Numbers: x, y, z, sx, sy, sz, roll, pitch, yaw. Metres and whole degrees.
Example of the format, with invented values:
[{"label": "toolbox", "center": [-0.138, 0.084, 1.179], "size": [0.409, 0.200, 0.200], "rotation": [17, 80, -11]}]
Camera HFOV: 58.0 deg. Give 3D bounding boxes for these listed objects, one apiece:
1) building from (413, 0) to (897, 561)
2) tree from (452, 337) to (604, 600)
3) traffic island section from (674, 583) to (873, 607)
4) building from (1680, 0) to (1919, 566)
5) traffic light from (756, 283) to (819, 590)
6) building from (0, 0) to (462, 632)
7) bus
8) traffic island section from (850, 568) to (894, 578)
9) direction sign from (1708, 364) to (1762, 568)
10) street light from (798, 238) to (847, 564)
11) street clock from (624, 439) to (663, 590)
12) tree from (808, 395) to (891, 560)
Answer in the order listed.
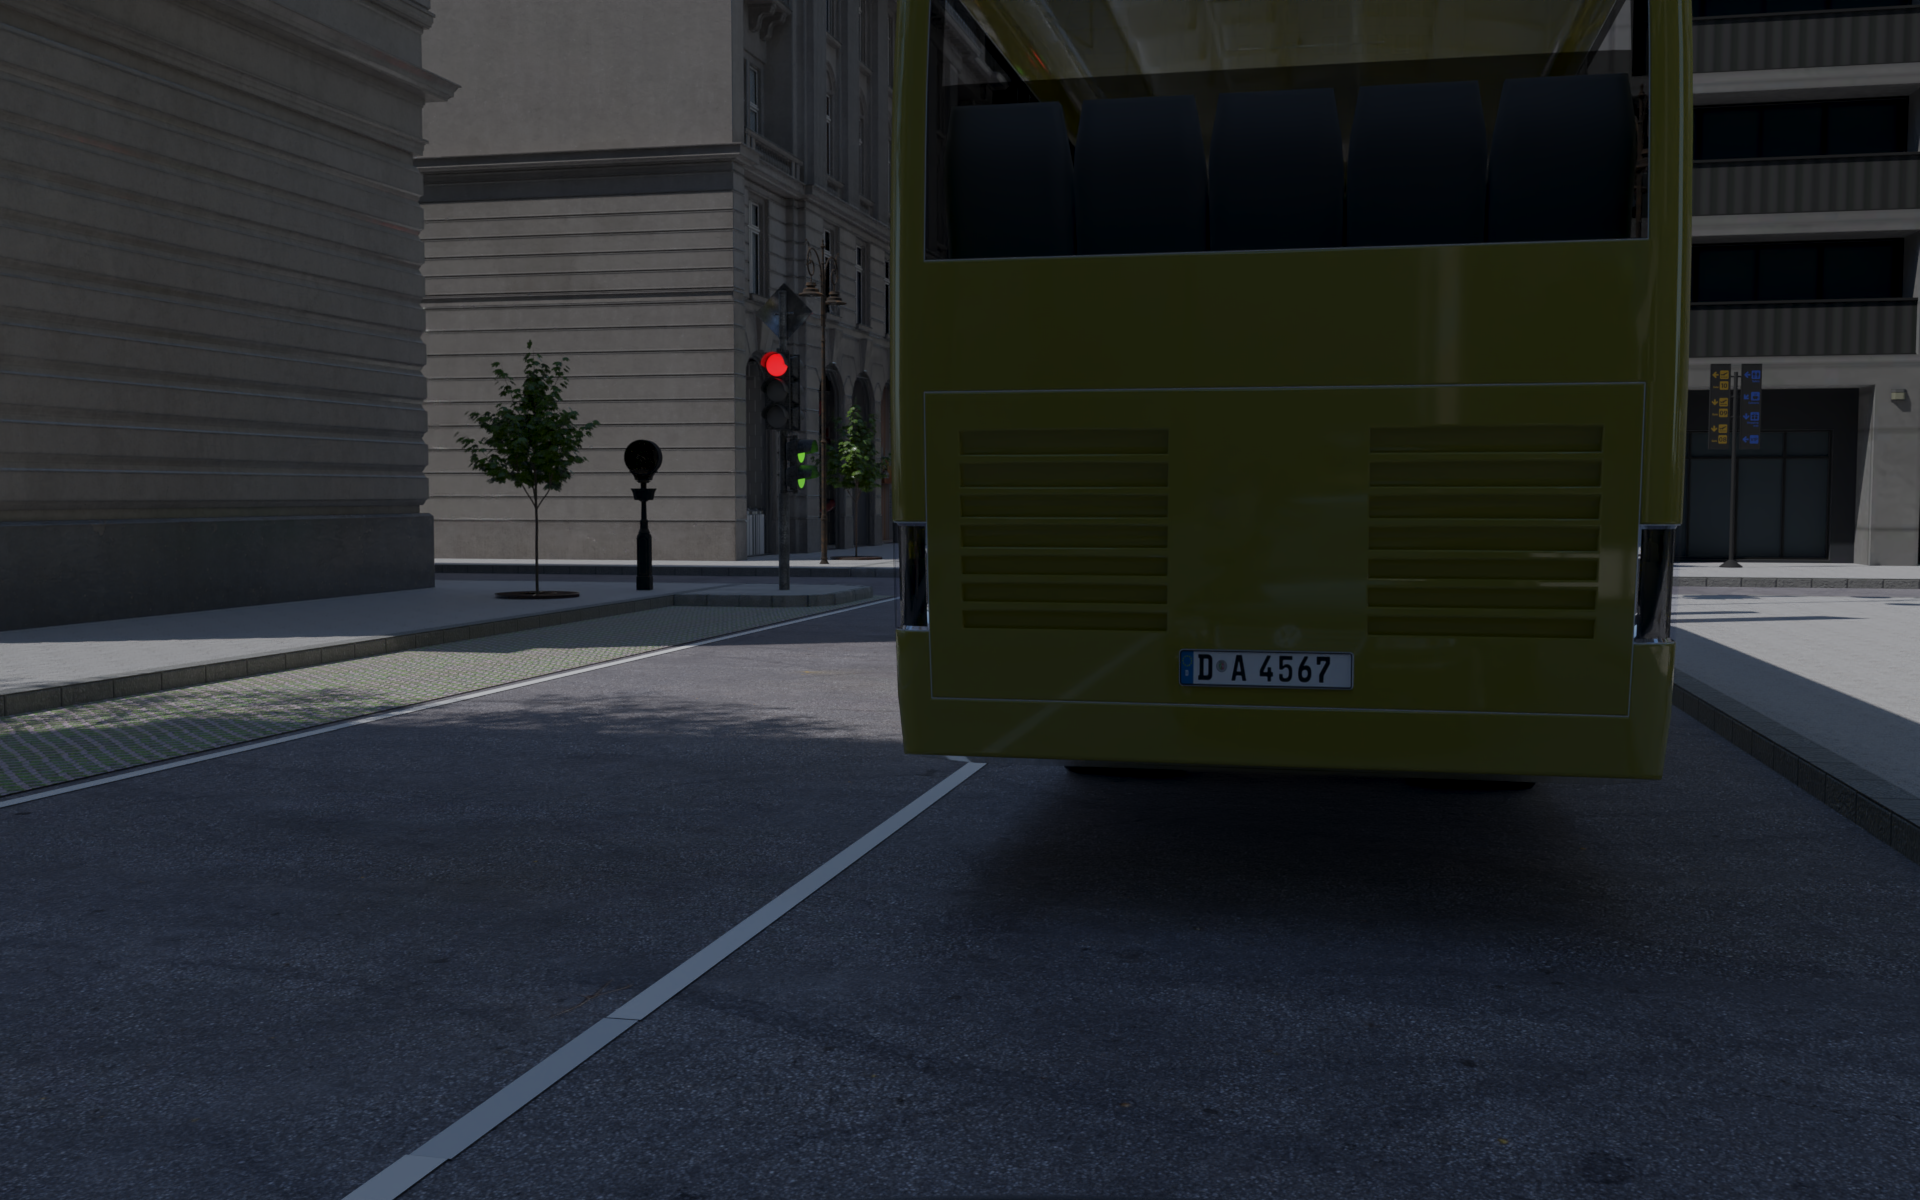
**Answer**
[{"label": "building", "center": [-7.461, -12.423, 44.912], "size": [13.314, 21.916, 24.055], "rotation": [1, 4, 13]}, {"label": "tree", "center": [-5.307, -1.652, 21.606], "size": [1.663, 3.219, 1.824], "rotation": [0, 3, 0]}, {"label": "traffic island section", "center": [-2.375, -0.059, 23.238], "size": [2.009, 0.180, 2.903], "rotation": [1, 4, 13]}, {"label": "building", "center": [23.964, -36.652, 37.512], "size": [20.611, 71.187, 20.563], "rotation": [1, 4, 13]}, {"label": "traffic light", "center": [-2.338, -2.090, 23.094], "size": [0.839, 4.253, 0.868], "rotation": [1, 4, 13]}, {"label": "building", "center": [-17.278, -11.717, 20.449], "size": [19.941, 23.489, 11.050], "rotation": [1, 4, 13]}, {"label": "bus", "center": [2.316, -1.215, 11.418], "size": [2.896, 3.916, 12.252], "rotation": [1, 4, 13]}, {"label": "traffic island section", "center": [-0.618, -0.535, 31.028], "size": [2.009, 0.180, 2.903], "rotation": [1, 4, 13]}, {"label": "direction sign", "center": [13.467, -2.334, 30.151], "size": [0.876, 3.537, 0.379], "rotation": [0, 4, 2]}, {"label": "street light", "center": [-2.487, -3.595, 31.564], "size": [0.468, 5.910, 1.993], "rotation": [1, 4, 13]}, {"label": "street clock", "center": [-4.217, -1.134, 23.108], "size": [0.471, 2.002, 0.358], "rotation": [0, 4, 3]}, {"label": "tree", "center": [-1.945, -2.411, 34.016], "size": [1.663, 3.219, 1.824], "rotation": [0, 3, 0]}]
